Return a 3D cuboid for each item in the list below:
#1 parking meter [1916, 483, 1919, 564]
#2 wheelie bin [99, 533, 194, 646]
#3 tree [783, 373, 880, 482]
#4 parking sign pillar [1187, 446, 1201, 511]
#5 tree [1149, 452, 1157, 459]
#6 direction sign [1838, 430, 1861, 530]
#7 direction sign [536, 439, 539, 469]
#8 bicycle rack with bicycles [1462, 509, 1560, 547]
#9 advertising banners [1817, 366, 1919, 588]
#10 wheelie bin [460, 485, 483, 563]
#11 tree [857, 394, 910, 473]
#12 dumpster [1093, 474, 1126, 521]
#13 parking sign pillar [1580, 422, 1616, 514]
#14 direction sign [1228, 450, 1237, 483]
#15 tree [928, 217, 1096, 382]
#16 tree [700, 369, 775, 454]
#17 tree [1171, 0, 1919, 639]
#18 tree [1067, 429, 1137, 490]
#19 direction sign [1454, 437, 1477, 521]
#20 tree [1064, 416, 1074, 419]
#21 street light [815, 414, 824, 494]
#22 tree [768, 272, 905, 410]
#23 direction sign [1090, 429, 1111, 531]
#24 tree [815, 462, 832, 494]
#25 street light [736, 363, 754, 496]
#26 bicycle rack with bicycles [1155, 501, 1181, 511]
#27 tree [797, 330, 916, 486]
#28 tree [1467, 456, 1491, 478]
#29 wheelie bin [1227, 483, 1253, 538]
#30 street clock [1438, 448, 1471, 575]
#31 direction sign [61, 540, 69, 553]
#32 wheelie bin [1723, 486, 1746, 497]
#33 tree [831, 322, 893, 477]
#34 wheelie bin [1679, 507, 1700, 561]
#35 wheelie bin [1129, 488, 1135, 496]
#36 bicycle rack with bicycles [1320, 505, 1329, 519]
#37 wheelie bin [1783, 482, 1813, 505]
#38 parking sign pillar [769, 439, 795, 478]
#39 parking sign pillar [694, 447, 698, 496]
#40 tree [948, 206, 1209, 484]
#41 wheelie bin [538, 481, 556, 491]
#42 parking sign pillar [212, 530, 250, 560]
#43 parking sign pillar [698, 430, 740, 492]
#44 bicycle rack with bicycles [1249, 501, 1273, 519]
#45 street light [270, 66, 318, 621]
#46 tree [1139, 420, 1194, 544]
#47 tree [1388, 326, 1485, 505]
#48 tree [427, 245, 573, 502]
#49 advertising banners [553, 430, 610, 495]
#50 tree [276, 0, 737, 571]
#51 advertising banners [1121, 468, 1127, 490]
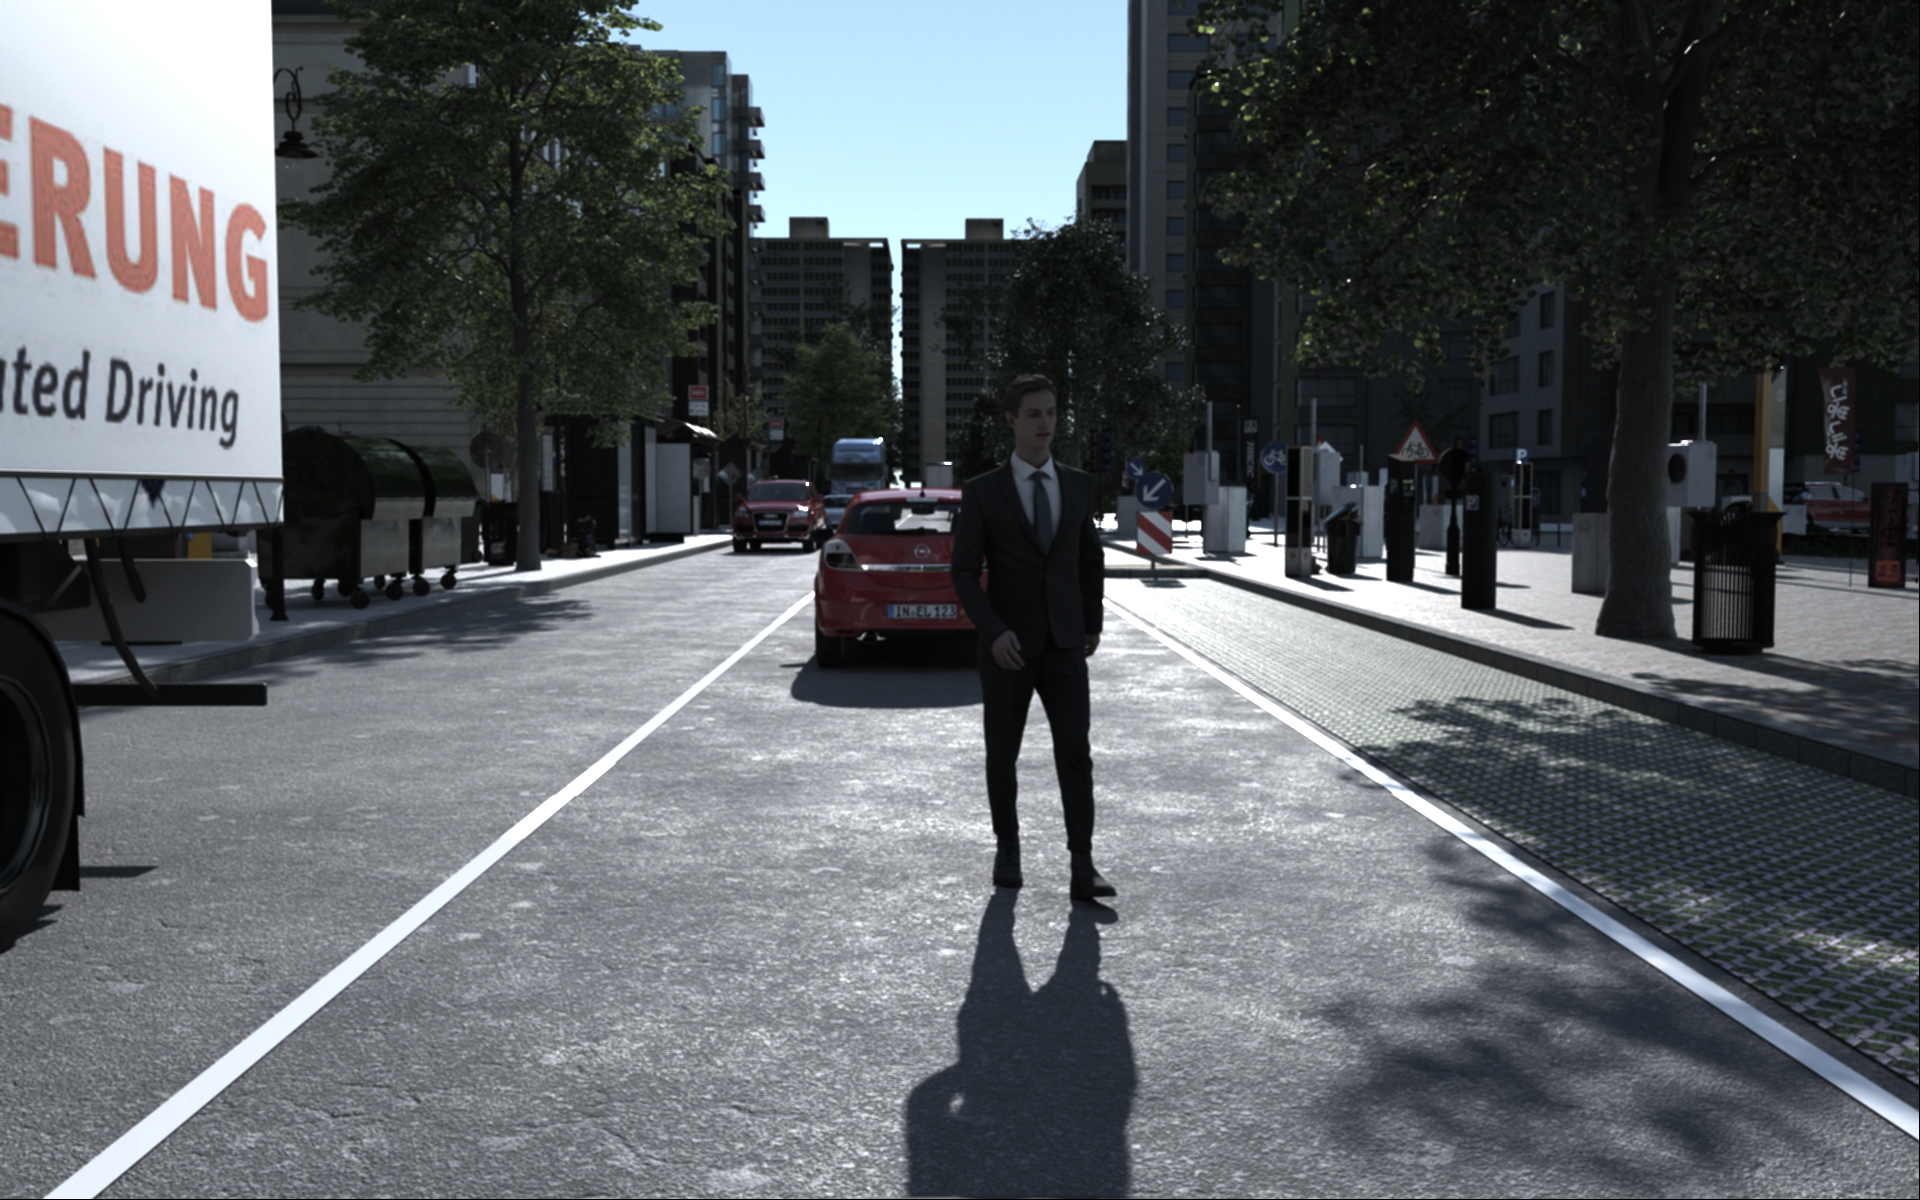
[{"bbox_3d":[17.660,-1.415,31.553,0.372,1.533,0.369,0,3,0],"label":"parking meter"},{"bbox_3d":[-7.027,-0.425,14.863,0.980,1.594,0.693,-1,4,-14],"label":"wheelie bin"},{"bbox_3d":[-9.060,-11.565,123.505,7.601,10.594,8.767,-2,4,-35],"label":"tree"},{"bbox_3d":[12.458,-6.288,91.288,1.447,3.967,1.447,-1,4,-11],"label":"parking sign pillar"},{"bbox_3d":[12.509,-7.818,111.534,4.285,4.588,4.351,0,3,0],"label":"tree"},{"bbox_3d":[31.539,-4.262,61.684,0.876,3.537,0.379,1,4,13],"label":"direction sign"},{"bbox_3d":[-17.644,-4.905,72.197,0.379,3.537,0.876,-1,4,-22],"label":"direction sign"},{"bbox_3d":[13.540,-1.802,42.844,2.852,0.926,2.925,0,4,-2],"label":"bicycle rack with bicycles"},{"bbox_3d":[12.736,-1.680,23.656,2.074,3.025,0.090,0,4,4],"label":"advertising banners"},{"bbox_3d":[-9.321,-1.489,32.255,0.980,1.594,0.693,2,4,28],"label":"wheelie bin"},{"bbox_3d":[-10.535,-17.274,192.798,12.009,13.543,11.850,0,3,0],"label":"tree"},{"bbox_3d":[7.155,-4.959,83.578,1.502,2.255,1.985,0,4,-1],"label":"dumpster"},{"bbox_3d":[22.893,-4.489,61.869,1.447,3.967,1.447,-1,4,-9],"label":"parking sign pillar"},{"bbox_3d":[14.214,-6.003,90.149,0.876,3.537,0.379,-3,5,-43],"label":"direction sign"},{"bbox_3d":[4.064,-16.241,121.433,12.611,20.169,13.585,0,3,0],"label":"tree"},{"bbox_3d":[-13.058,-9.241,101.456,4.360,8.622,3.978,0,3,0],"label":"tree"},{"bbox_3d":[6.231,-6.644,15.279,9.857,13.997,8.962,0,3,0],"label":"tree"},{"bbox_3d":[5.490,-5.825,78.949,4.285,4.588,4.351,0,3,0],"label":"tree"},{"bbox_3d":[19.943,-4.677,68.464,0.876,3.537,0.379,1,4,8],"label":"direction sign"},{"bbox_3d":[4.653,-9.158,100.093,4.737,8.622,4.395,0,3,0],"label":"tree"},{"bbox_3d":[-8.116,-7.796,100.246,0.468,5.910,1.993,0,4,-1],"label":"street light"},{"bbox_3d":[-10.875,-18.023,150.565,12.611,20.169,13.585,0,3,0],"label":"tree"},{"bbox_3d":[4.879,-4.178,60.312,0.876,3.537,0.379,3,5,41],"label":"direction sign"},{"bbox_3d":[-8.338,-6.735,104.726,1.663,3.219,1.824,0,3,0],"label":"tree"},{"bbox_3d":[-7.549,-5.397,61.031,0.468,5.910,1.993,0,4,-1],"label":"street light"},{"bbox_3d":[12.779,-5.493,103.187,2.925,0.926,2.852,0,4,5],"label":"bicycle rack with bicycles"},{"bbox_3d":[-8.985,-14.032,136.072,9.857,13.997,8.962,0,3,0],"label":"tree"},{"bbox_3d":[25.722,-5.599,86.148,1.663,3.219,1.824,0,3,0],"label":"tree"},{"bbox_3d":[8.134,-2.641,51.095,0.980,1.594,0.693,-1,4,-22],"label":"wheelie bin"},{"bbox_3d":[7.807,-1.395,27.384,0.471,2.002,0.358,0,4,3],"label":"street clock"},{"bbox_3d":[-9.674,-1.630,18.655,0.876,3.537,0.379,-1,4,-11],"label":"direction sign"},{"bbox_3d":[30.018,-3.620,67.097,0.693,1.594,0.980,-2,4,-33],"label":"wheelie bin"},{"bbox_3d":[-8.238,-11.951,113.532,7.486,12.596,7.792,0,3,0],"label":"tree"},{"bbox_3d":[14.001,-1.571,33.586,0.693,1.594,0.980,2,4,34],"label":"wheelie bin"},{"bbox_3d":[9.264,-5.167,92.388,0.980,1.594,0.693,2,4,34],"label":"wheelie bin"},{"bbox_3d":[17.936,-4.461,86.321,2.925,0.926,2.852,-3,5,-43],"label":"bicycle rack with bicycles"},{"bbox_3d":[21.803,-2.293,45.393,0.980,1.594,0.693,2,4,26],"label":"wheelie bin"},{"bbox_3d":[-8.806,-5.952,85.793,1.447,3.967,1.447,2,4,34],"label":"parking sign pillar"},{"bbox_3d":[-14.477,-6.747,98.782,1.447,3.967,1.447,0,4,-7],"label":"parking sign pillar"},{"bbox_3d":[4.766,-9.326,69.486,9.611,12.733,9.660,0,3,0],"label":"tree"},{"bbox_3d":[-10.442,-2.170,43.385,0.693,1.594,0.980,0,4,1],"label":"wheelie bin"},{"bbox_3d":[-14.544,-2.751,33.454,1.447,3.967,1.447,0,4,-1],"label":"parking sign pillar"},{"bbox_3d":[-9.920,-5.156,72.771,1.447,3.967,1.447,-2,4,-35],"label":"parking sign pillar"},{"bbox_3d":[14.672,-4.586,88.366,2.925,0.926,2.852,-1,4,-21],"label":"bicycle rack with bicycles"},{"bbox_3d":[-6.909,-2.728,17.397,0.468,5.910,1.993,0,4,-1],"label":"street light"},{"bbox_3d":[5.393,-3.101,45.303,1.663,3.219,1.824,0,3,0],"label":"tree"},{"bbox_3d":[20.369,-7.638,75.249,4.360,8.622,3.978,0,3,0],"label":"tree"},{"bbox_3d":[-13.402,-6.145,50.832,4.360,8.622,3.978,0,3,0],"label":"tree"},{"bbox_3d":[-10.104,-3.096,46.807,2.074,3.025,0.090,1,4,21],"label":"advertising banners"},{"bbox_3d":[-7.628,-6.786,29.071,7.486,12.596,7.792,0,3,0],"label":"tree"},{"bbox_3d":[10.094,-7.207,114.029,2.074,3.025,0.090,-1,4,-10],"label":"advertising banners"}]
